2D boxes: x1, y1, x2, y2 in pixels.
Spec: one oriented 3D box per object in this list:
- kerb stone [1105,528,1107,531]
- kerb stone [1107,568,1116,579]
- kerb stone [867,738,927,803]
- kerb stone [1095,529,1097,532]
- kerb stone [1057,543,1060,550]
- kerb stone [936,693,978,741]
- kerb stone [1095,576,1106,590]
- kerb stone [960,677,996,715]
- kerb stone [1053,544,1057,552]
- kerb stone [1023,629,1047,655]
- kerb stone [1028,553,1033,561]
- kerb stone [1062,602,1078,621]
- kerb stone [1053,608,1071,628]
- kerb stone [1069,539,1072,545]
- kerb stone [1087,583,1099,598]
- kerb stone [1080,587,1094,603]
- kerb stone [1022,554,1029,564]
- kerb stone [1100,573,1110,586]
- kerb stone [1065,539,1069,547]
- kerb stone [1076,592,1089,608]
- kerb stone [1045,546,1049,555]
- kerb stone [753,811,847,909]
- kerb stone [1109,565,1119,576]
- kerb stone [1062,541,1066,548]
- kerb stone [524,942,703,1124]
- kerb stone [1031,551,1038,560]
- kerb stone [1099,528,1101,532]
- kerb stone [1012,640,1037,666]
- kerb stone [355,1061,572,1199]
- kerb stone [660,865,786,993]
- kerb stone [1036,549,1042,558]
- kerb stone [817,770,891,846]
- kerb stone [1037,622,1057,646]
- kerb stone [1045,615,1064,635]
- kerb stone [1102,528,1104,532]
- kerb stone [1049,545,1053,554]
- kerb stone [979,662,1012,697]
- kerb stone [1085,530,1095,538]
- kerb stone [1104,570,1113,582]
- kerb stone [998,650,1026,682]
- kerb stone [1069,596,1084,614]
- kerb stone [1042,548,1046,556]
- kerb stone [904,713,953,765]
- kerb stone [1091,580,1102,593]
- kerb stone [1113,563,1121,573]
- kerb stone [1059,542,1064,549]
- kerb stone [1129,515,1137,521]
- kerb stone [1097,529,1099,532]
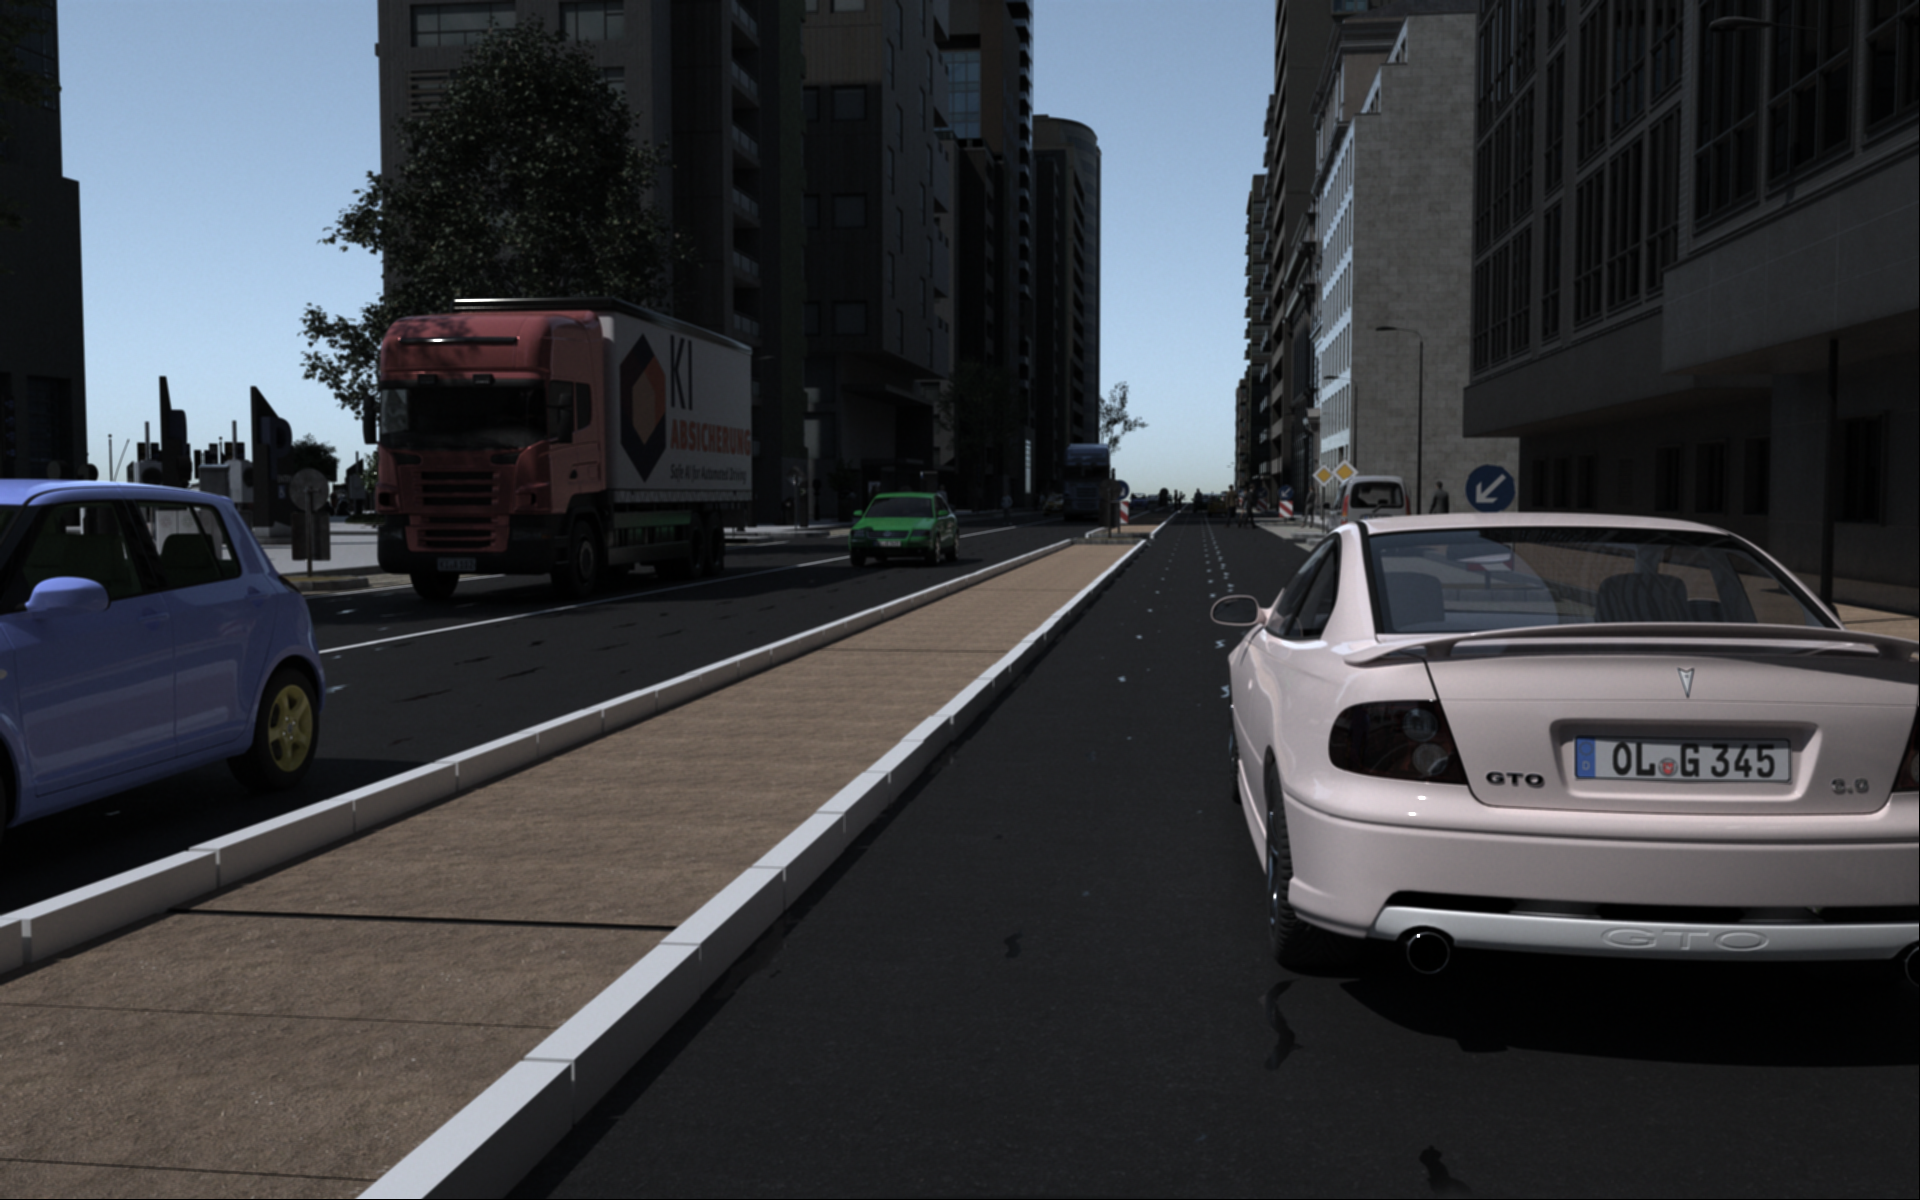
[{"bbox_3d":[5.345,-2.631,65.266,0.120,0.150,1.000,0,4,8],"label":"kerb stone"},{"bbox_3d":[2.471,-0.400,28.817,0.120,0.150,1.000,0,4,8],"label":"kerb stone"},{"bbox_3d":[-0.313,0.837,8.504,0.120,0.150,1.000,0,4,8],"label":"kerb stone"},{"bbox_3d":[4.514,-2.260,59.151,0.120,0.150,1.000,0,4,8],"label":"kerb stone"},{"bbox_3d":[2.343,-1.295,43.373,0.120,0.150,1.000,0,4,8],"label":"kerb stone"},{"bbox_3d":[-0.029,0.713,10.531,0.120,0.150,1.000,0,4,8],"label":"kerb stone"},{"bbox_3d":[2.053,-0.219,25.776,0.120,0.150,1.000,0,4,8],"label":"kerb stone"},{"bbox_3d":[0.102,0.656,11.545,0.120,0.150,1.000,0,4,8],"label":"kerb stone"},{"bbox_3d":[2.215,-1.233,42.349,0.120,0.150,1.000,0,4,8],"label":"kerb stone"},{"bbox_3d":[0.657,0.403,15.605,0.120,0.150,1.000,0,4,8],"label":"kerb stone"},{"bbox_3d":[1.363,-0.859,36.242,0.120,0.150,1.000,0,4,8],"label":"kerb stone"},{"bbox_3d":[1.220,0.155,19.678,0.120,0.150,1.000,0,4,8],"label":"kerb stone"},{"bbox_3d":[1.074,0.217,18.666,0.120,0.150,1.000,0,4,8],"label":"kerb stone"},{"bbox_3d":[2.901,-1.543,47.426,0.120,0.150,1.000,0,4,8],"label":"kerb stone"},{"bbox_3d":[1.778,-0.094,23.734,0.120,0.150,1.000,0,4,8],"label":"kerb stone"},{"bbox_3d":[1.630,-0.032,22.722,0.120,0.150,1.000,0,4,8],"label":"kerb stone"},{"bbox_3d":[1.234,-0.797,35.228,0.120,0.150,1.000,0,4,8],"label":"kerb stone"},{"bbox_3d":[2.192,-0.281,26.790,0.120,0.150,1.000,0,4,8],"label":"kerb stone"},{"bbox_3d":[2.765,-1.481,46.411,0.120,0.150,1.000,0,4,8],"label":"kerb stone"},{"bbox_3d":[1.497,0.030,21.708,0.120,0.150,1.000,0,4,8],"label":"kerb stone"},{"bbox_3d":[1.922,-1.108,40.317,0.120,0.150,1.000,0,4,8],"label":"kerb stone"},{"bbox_3d":[-0.592,0.962,6.461,0.120,0.150,1.000,0,4,8],"label":"kerb stone"},{"bbox_3d":[2.617,-0.467,29.828,0.120,0.150,1.000,0,4,8],"label":"kerb stone"},{"bbox_3d":[2.628,-1.415,45.398,0.120,0.150,1.000,0,4,8],"label":"kerb stone"},{"bbox_3d":[-0.866,1.086,4.434,0.120,0.150,1.000,0,4,8],"label":"kerb stone"},{"bbox_3d":[1.510,-0.919,37.254,0.120,0.150,1.000,0,4,8],"label":"kerb stone"},{"bbox_3d":[4.789,-2.385,61.194,0.120,0.150,1.000,0,4,8],"label":"kerb stone"},{"bbox_3d":[0.519,0.472,14.593,0.120,0.150,1.000,0,4,8],"label":"kerb stone"},{"bbox_3d":[-1.003,1.148,3.421,0.120,0.150,1.000,0,4,8],"label":"kerb stone"},{"bbox_3d":[-0.732,1.024,5.448,0.120,0.150,1.000,0,4,8],"label":"kerb stone"},{"bbox_3d":[1.647,-0.983,38.274,0.120,0.150,1.000,0,4,8],"label":"kerb stone"},{"bbox_3d":[-0.457,0.899,7.491,0.120,0.150,1.000,0,4,8],"label":"kerb stone"},{"bbox_3d":[0.806,0.347,16.629,0.120,0.150,1.000,0,4,8],"label":"kerb stone"},{"bbox_3d":[0.935,0.285,17.645,0.120,0.150,1.000,0,4,8],"label":"kerb stone"},{"bbox_3d":[5.067,-2.509,63.225,0.120,0.150,1.000,0,4,8],"label":"kerb stone"},{"bbox_3d":[2.065,-1.167,41.329,0.120,0.150,1.000,0,4,8],"label":"kerb stone"},{"bbox_3d":[0.245,0.589,12.560,0.120,0.150,1.000,0,4,8],"label":"kerb stone"},{"bbox_3d":[4.371,-2.198,58.130,0.120,0.150,1.000,0,4,8],"label":"kerb stone"},{"bbox_3d":[2.328,-0.343,27.804,0.120,0.150,1.000,0,4,8],"label":"kerb stone"},{"bbox_3d":[0.390,0.530,13.577,0.120,0.150,1.000,0,4,8],"label":"kerb stone"},{"bbox_3d":[1.359,0.092,20.692,0.120,0.150,1.000,0,4,8],"label":"kerb stone"},{"bbox_3d":[1.788,-1.046,39.303,0.120,0.150,1.000,0,4,8],"label":"kerb stone"},{"bbox_3d":[-0.183,0.775,9.520,0.120,0.150,1.000,0,4,8],"label":"kerb stone"},{"bbox_3d":[1.912,-0.152,24.764,0.120,0.150,1.000,0,4,8],"label":"kerb stone"},{"bbox_3d":[2.746,-0.524,30.856,0.120,0.150,1.000,0,4,8],"label":"kerb stone"},{"bbox_3d":[2.492,-1.355,44.384,0.120,0.150,1.000,0,4,8],"label":"kerb stone"},{"bbox_3d":[9.653,-4.559,96.732,0.120,0.150,1.000,0,4,8],"label":"kerb stone"},{"bbox_3d":[4.657,-2.323,60.180,0.120,0.150,1.000,0,4,8],"label":"kerb stone"}]
